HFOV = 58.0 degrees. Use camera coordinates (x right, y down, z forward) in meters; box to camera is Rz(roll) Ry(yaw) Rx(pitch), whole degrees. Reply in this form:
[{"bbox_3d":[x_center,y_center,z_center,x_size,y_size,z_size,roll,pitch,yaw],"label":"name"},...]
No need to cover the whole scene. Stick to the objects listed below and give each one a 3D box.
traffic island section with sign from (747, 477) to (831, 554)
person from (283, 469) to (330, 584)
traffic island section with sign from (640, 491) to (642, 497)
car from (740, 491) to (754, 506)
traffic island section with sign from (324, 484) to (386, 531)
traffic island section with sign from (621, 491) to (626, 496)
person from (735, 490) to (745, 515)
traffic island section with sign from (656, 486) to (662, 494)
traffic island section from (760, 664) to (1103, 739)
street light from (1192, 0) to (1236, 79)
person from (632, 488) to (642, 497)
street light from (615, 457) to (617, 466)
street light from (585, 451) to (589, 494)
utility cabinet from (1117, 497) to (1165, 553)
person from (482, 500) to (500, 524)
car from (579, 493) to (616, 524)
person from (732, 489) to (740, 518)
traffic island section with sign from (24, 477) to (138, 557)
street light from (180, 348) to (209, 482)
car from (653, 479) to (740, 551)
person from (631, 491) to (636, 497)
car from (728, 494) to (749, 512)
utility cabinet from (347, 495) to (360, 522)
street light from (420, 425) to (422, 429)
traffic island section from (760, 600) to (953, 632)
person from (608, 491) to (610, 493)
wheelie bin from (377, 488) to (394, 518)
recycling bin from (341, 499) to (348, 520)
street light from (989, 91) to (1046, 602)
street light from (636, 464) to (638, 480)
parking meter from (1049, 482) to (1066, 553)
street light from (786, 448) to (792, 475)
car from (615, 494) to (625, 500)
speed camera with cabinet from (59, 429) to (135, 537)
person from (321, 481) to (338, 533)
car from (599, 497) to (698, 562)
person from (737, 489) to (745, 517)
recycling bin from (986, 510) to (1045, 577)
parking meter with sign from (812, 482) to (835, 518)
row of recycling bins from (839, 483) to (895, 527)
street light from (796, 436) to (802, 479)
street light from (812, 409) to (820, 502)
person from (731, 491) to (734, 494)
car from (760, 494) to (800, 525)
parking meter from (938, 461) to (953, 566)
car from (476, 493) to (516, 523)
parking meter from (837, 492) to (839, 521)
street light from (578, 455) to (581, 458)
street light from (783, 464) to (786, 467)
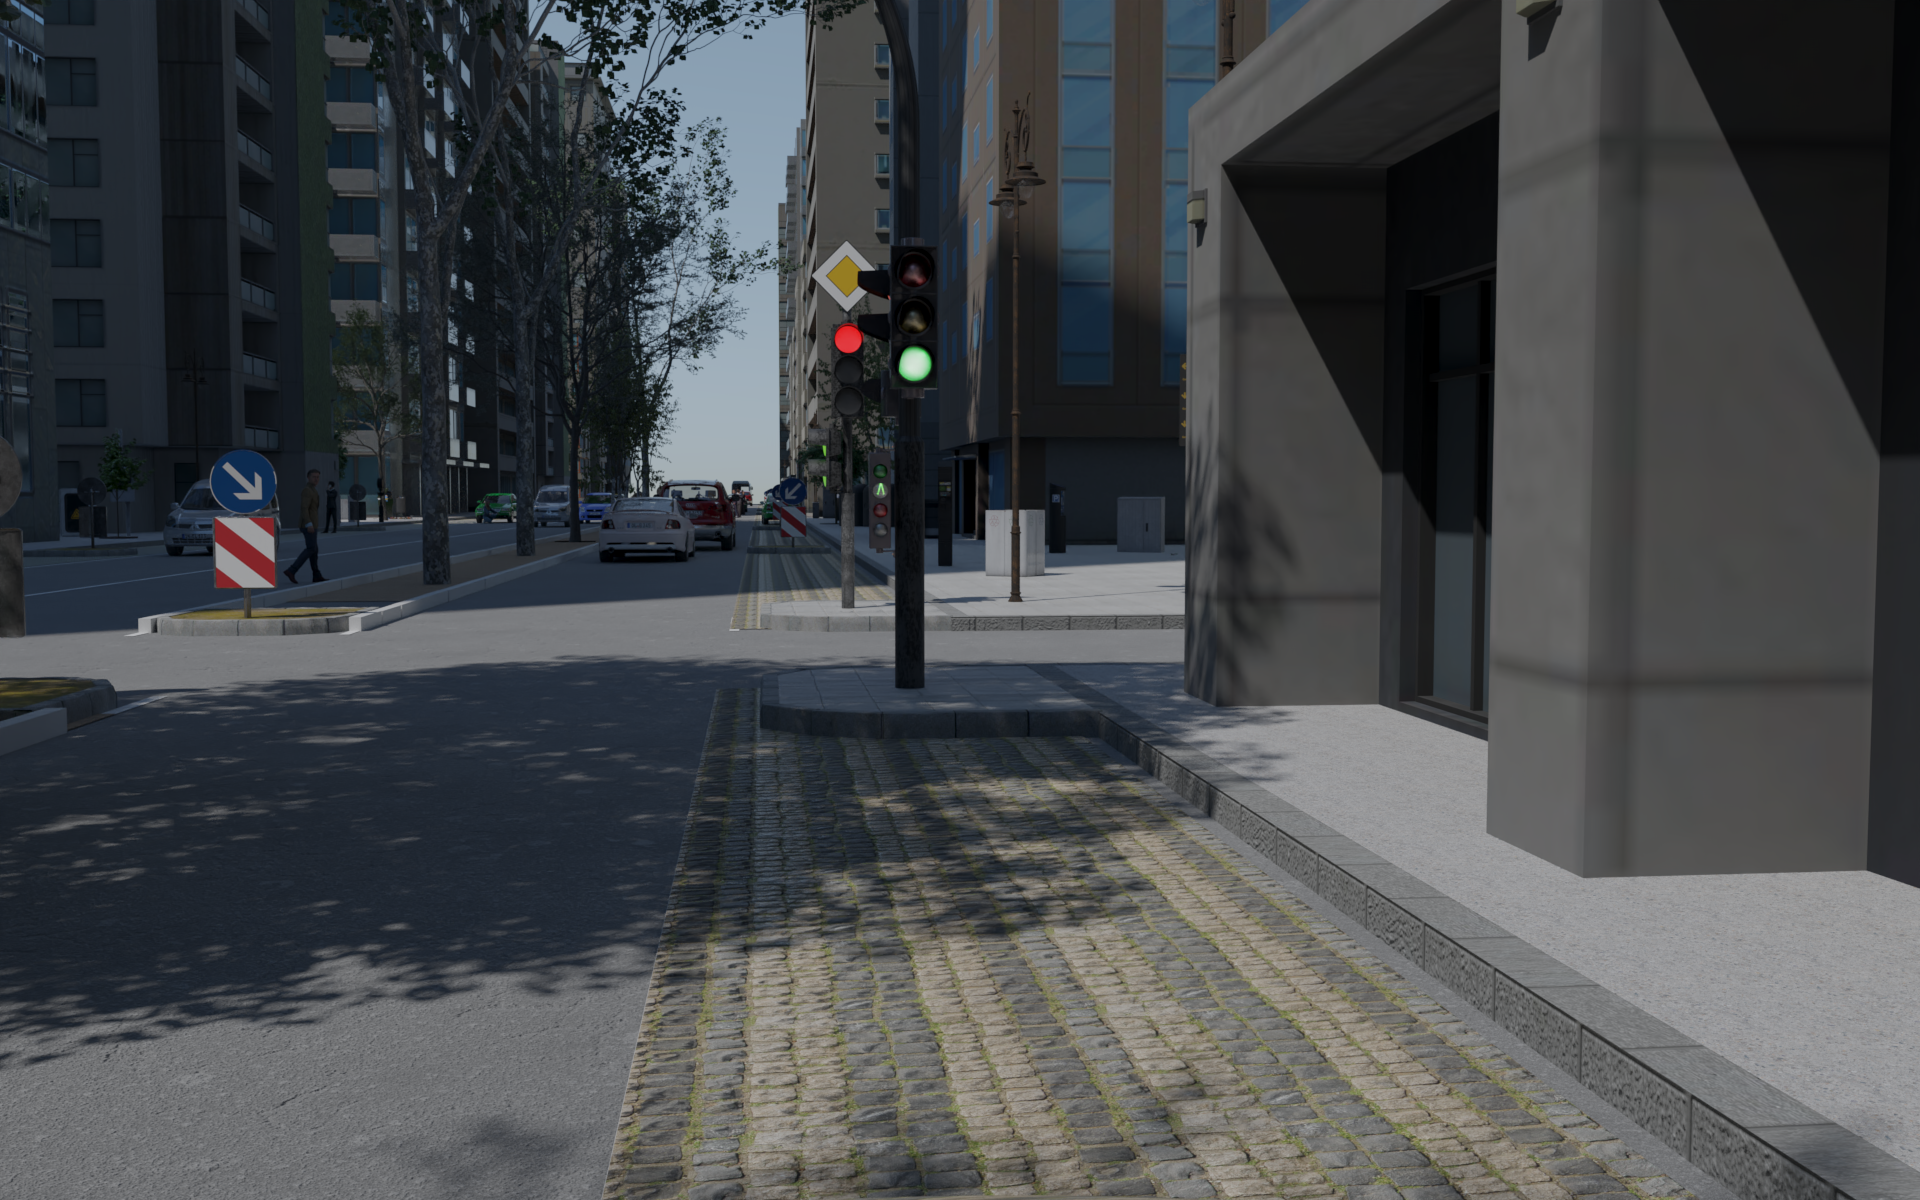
[{"bbox_3d":[-4.176,-2.047,42.094,1.989,1.847,2.006,0,4,-7],"label":"traffic island section with sign"},{"bbox_3d":[-10.490,-1.191,27.876,0.656,1.842,0.836,3,5,40],"label":"person"},{"bbox_3d":[-41.600,-13.250,225.265,1.989,1.847,2.006,0,4,-7],"label":"traffic island section with sign"},{"bbox_3d":[-25.420,-11.929,203.711,2.281,1.827,5.304,0,4,-6],"label":"car"},{"bbox_3d":[-23.391,-3.577,67.105,1.989,1.847,2.006,0,4,-7],"label":"traffic island section with sign"},{"bbox_3d":[-38.448,-11.574,197.866,1.989,1.847,2.006,0,4,-7],"label":"traffic island section with sign"},{"bbox_3d":[-15.125,-6.720,119.170,0.742,1.727,0.445,0,4,-2],"label":"person"},{"bbox_3d":[-16.019,-5.193,93.049,2.006,1.907,1.989,0,4,-7],"label":"traffic island section with sign"},{"bbox_3d":[-0.321,0.658,11.521,2.009,0.180,2.903,0,4,-7],"label":"traffic island section"},{"bbox_3d":[1.734,-2.354,11.277,0.468,5.910,1.993,0,4,-7],"label":"street light"},{"bbox_3d":[-21.350,-6.492,114.651,1.348,1.823,0.705,-3,5,-41],"label":"person"},{"bbox_3d":[-42.185,-14.653,212.370,0.468,5.910,1.993,0,4,-7],"label":"street light"},{"bbox_3d":[-37.939,-12.436,176.111,0.468,5.910,1.993,0,4,-7],"label":"street light"},{"bbox_3d":[3.982,-1.650,38.139,1.020,1.237,0.306,2,4,26],"label":"utility cabinet"},{"bbox_3d":[-22.649,-4.259,83.630,0.738,1.151,1.012,2,4,24],"label":"person"},{"bbox_3d":[-17.583,-4.574,84.382,1.945,1.707,3.694,0,4,-5],"label":"car"},{"bbox_3d":[-13.540,-5.785,104.001,0.530,1.710,0.541,-1,4,-22],"label":"person"},{"bbox_3d":[-20.278,-1.927,40.136,1.989,1.847,2.006,0,4,-7],"label":"traffic island section with sign"},{"bbox_3d":[-24.235,-5.028,54.997,0.468,5.910,1.993,0,4,-7],"label":"street light"},{"bbox_3d":[-6.915,-2.238,45.263,2.281,1.827,5.304,0,4,-6],"label":"car"},{"bbox_3d":[-34.070,-10.512,181.086,0.721,1.735,1.217,3,4,39],"label":"person"},{"bbox_3d":[-17.889,-7.733,138.230,2.131,1.459,4.920,0,4,-8],"label":"car"},{"bbox_3d":[-27.772,-4.171,79.361,0.306,1.237,1.020,0,4,-6],"label":"utility cabinet"},{"bbox_3d":[-28.221,-7.255,91.412,0.468,5.910,1.993,0,4,-7],"label":"street light"},{"bbox_3d":[-1.234,0.173,19.454,2.009,0.180,2.903,0,4,-7],"label":"traffic island section"},{"bbox_3d":[-34.006,-9.708,167.892,0.621,1.740,0.551,0,4,-4],"label":"person"},{"bbox_3d":[-30.224,-5.091,91.152,0.693,1.594,0.980,-3,5,-43],"label":"wheelie bin"},{"bbox_3d":[-31.159,-4.556,87.044,0.722,1.027,0.722,-3,4,-38],"label":"recycling bin"},{"bbox_3d":[0.662,-2.915,20.441,0.468,5.910,1.993,0,4,-7],"label":"street light"},{"bbox_3d":[-46.354,-16.884,248.835,0.468,5.910,1.993,0,4,-7],"label":"street light"},{"bbox_3d":[2.118,-1.784,37.577,0.372,1.533,0.369,0,3,0],"label":"parking meter"},{"bbox_3d":[-17.556,-12.650,179.615,0.468,5.910,1.993,0,4,-7],"label":"street light"},{"bbox_3d":[-30.987,-8.926,156.159,2.015,1.641,3.980,0,4,-5],"label":"car"},{"bbox_3d":[-26.171,-3.558,52.506,2.038,3.252,0.660,-2,4,-27],"label":"speed camera with cabinet"},{"bbox_3d":[-22.938,-3.375,63.048,0.648,1.900,0.474,3,4,37],"label":"person"},{"bbox_3d":[-6.820,-1.565,37.952,2.083,1.381,4.827,0,4,-6],"label":"car"},{"bbox_3d":[-13.395,-5.913,105.973,0.742,1.727,0.445,2,4,28],"label":"person"},{"bbox_3d":[0.868,-0.894,27.178,0.722,1.027,0.722,2,4,28],"label":"recycling bin"},{"bbox_3d":[-6.934,-5.829,91.564,1.738,3.016,0.543,0,4,-4],"label":"parking meter with sign"},{"bbox_3d":[-3.574,-3.746,68.360,1.069,1.692,3.534,-3,5,-40],"label":"row of recycling bins"},{"bbox_3d":[-12.418,-9.839,133.660,0.468,5.910,1.993,0,4,-7],"label":"street light"},{"bbox_3d":[-8.171,-7.622,97.402,0.468,5.910,1.993,0,4,-7],"label":"street light"},{"bbox_3d":[-19.302,-8.435,147.334,0.530,1.710,0.541,2,4,31],"label":"person"},{"bbox_3d":[-8.478,-4.476,81.979,1.959,1.807,4.718,-1,4,-8],"label":"car"},{"bbox_3d":[-0.262,-1.538,30.850,0.255,1.863,0.399,0,4,0],"label":"parking meter"},{"bbox_3d":[-23.169,-4.788,87.087,1.959,1.807,4.718,0,4,-6],"label":"car"},{"bbox_3d":[-5.803,-4.573,83.184,0.372,1.533,0.369,0,3,0],"label":"parking meter"},{"bbox_3d":[-36.820,-11.863,166.741,0.468,5.910,1.993,0,4,-7],"label":"street light"},{"bbox_3d":[-21.817,-14.868,215.872,0.468,5.910,1.993,0,4,-7],"label":"street light"}]
